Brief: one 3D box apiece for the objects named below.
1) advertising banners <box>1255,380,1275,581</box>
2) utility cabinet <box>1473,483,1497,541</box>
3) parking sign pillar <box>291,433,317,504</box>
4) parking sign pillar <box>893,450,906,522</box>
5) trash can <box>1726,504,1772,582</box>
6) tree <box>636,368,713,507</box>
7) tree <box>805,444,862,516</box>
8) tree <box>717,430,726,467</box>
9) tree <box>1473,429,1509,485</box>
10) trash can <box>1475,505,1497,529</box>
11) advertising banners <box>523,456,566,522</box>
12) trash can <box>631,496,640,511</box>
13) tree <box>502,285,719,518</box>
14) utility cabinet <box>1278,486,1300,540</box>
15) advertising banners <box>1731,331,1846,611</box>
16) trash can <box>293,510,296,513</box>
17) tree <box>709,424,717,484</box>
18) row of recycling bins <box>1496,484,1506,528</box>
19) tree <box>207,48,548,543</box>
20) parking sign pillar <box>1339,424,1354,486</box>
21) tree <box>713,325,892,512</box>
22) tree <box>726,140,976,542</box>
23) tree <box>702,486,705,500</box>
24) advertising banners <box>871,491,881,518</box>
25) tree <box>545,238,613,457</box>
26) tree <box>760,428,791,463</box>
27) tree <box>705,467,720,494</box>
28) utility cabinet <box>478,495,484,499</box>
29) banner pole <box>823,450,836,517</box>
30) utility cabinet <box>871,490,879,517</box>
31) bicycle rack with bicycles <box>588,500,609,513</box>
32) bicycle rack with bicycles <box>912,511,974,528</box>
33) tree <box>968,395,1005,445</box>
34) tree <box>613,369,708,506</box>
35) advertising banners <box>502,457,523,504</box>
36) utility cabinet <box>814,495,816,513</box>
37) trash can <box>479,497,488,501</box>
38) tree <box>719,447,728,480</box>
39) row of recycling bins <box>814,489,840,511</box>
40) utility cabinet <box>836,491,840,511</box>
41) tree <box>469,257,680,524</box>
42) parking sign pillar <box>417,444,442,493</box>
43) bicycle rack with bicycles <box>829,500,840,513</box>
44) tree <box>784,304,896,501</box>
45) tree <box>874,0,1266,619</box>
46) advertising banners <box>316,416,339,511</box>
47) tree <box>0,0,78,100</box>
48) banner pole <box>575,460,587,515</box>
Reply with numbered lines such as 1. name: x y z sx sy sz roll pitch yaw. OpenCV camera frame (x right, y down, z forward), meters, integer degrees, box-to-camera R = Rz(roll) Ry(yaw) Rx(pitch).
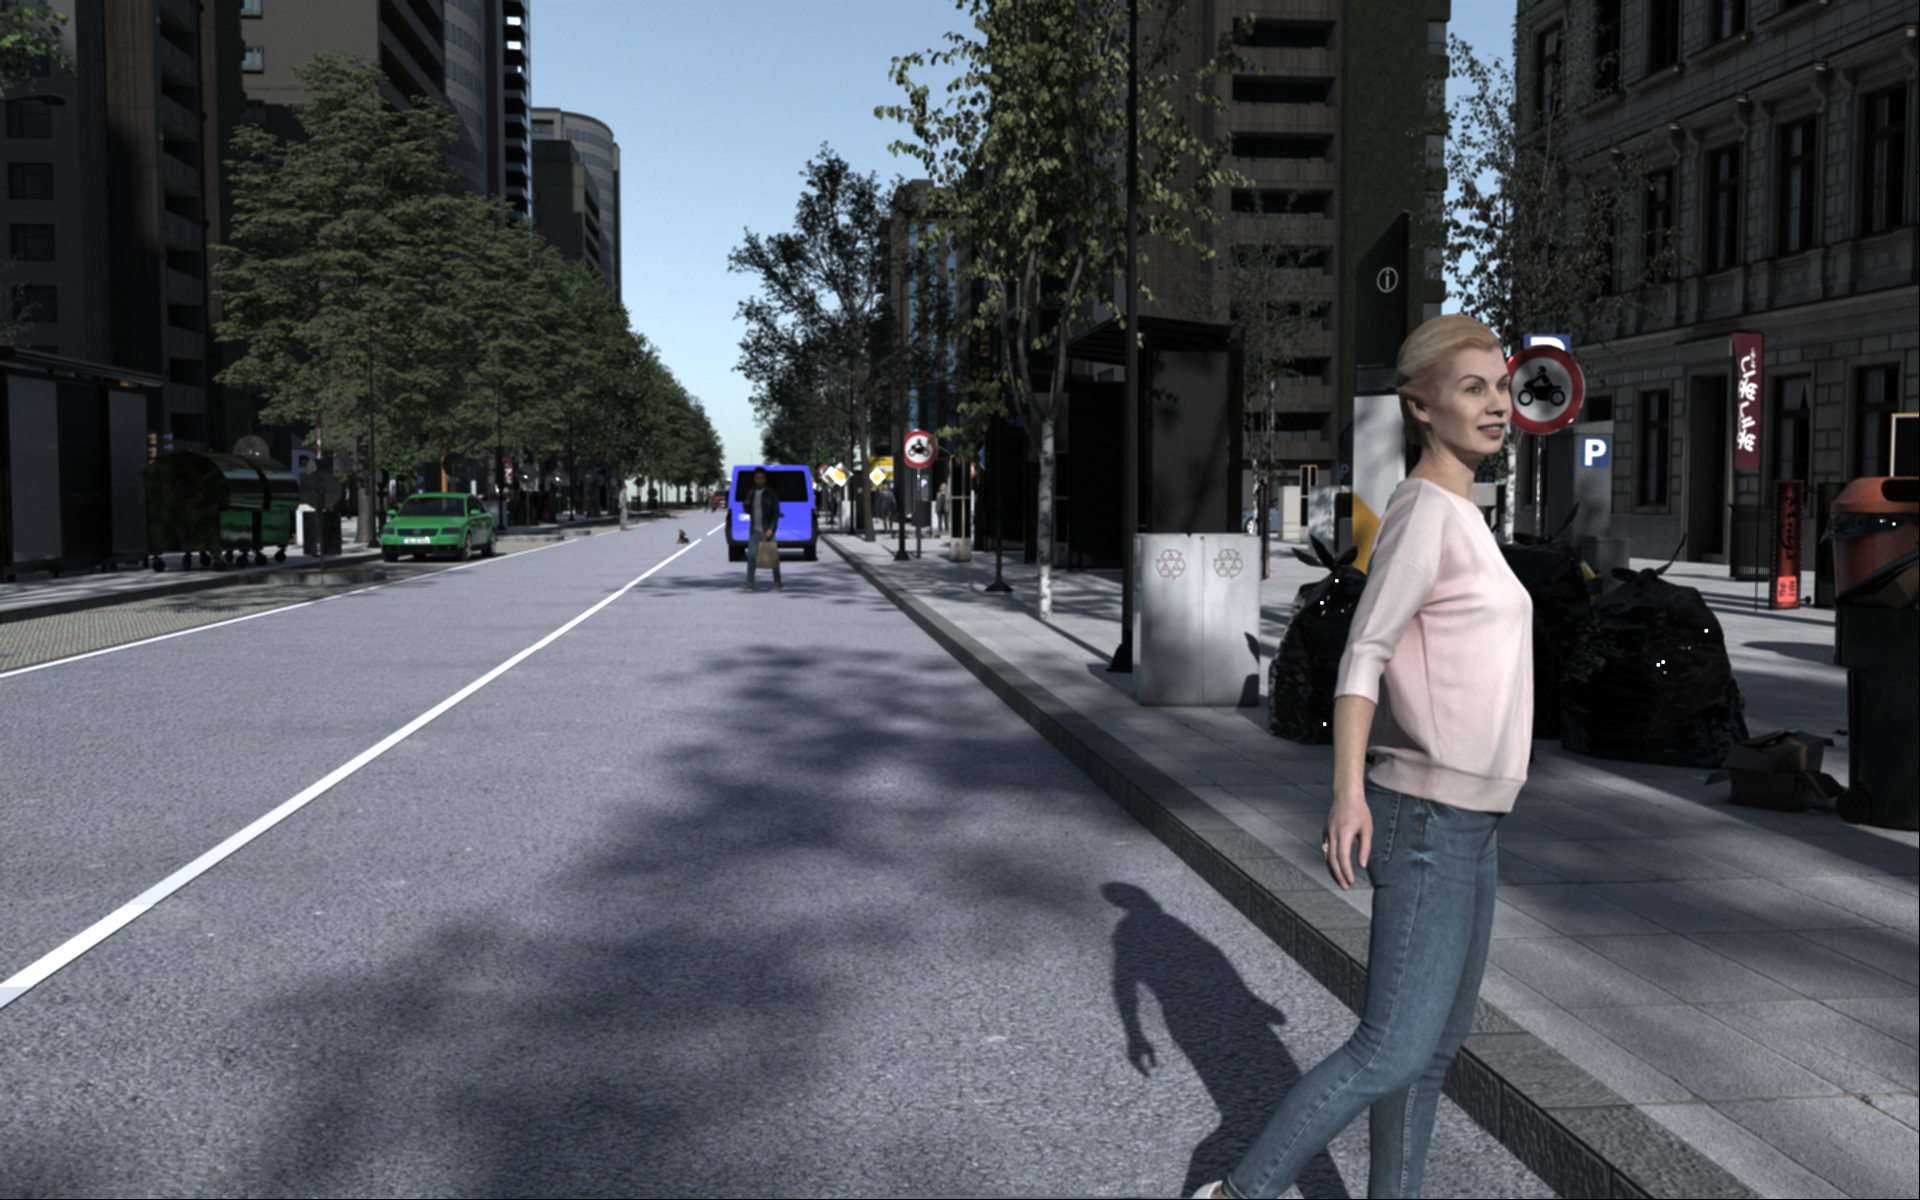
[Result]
1. advertising banners: 4.614 -1.829 26.091 0.090 3.025 2.074 1 4 16
2. utility cabinet: 10.156 -1.602 34.869 1.173 1.500 0.318 2 4 31
3. parking sign pillar: -28.697 -5.363 76.149 1.447 3.967 1.447 0 4 -7
4. parking sign pillar: -2.358 -5.521 78.745 1.447 3.967 1.447 1 4 20
5. trash can: 11.618 -0.839 25.367 0.748 1.137 0.748 0 3 0
6. tree: -29.228 -15.799 168.685 12.009 13.543 11.850 0 3 0
7. tree: -7.596 -7.353 103.938 4.285 4.588 4.351 0 3 0
8. tree: -37.420 -20.327 250.467 7.486 12.596 7.792 0 3 0
9. tree: 22.635 -5.604 75.336 4.285 4.588 4.351 0 3 0
10. trash can: 6.256 -0.600 21.465 0.748 1.137 0.748 0 3 0
11. advertising banners: -19.263 -5.164 80.612 2.074 3.025 0.090 1 4 15
12. trash can: -24.367 -7.252 130.228 0.748 1.137 0.748 0 3 0
13. tree: -20.045 -10.823 93.959 9.611 12.733 9.660 0 3 0
14. utility cabinet: 9.437 -2.418 48.213 1.173 1.500 0.318 -1 4 -19
15. advertising banners: 9.168 -1.403 19.124 2.074 3.025 0.090 -2 4 -28
16. trash can: -19.163 -2.297 49.208 0.748 1.137 0.748 0 3 0
17. tree: -31.865 -16.824 193.192 7.486 12.596 7.792 0 3 0
18. row of recycling bins: 20.631 -3.631 66.473 1.069 1.692 3.534 -3 5 -39
19. tree: -15.671 -7.777 45.280 7.486 12.596 7.792 0 3 0
20. parking sign pillar: 11.389 -3.710 49.130 1.447 3.967 1.447 -2 4 -31
21. tree: -9.616 -13.004 122.978 12.009 13.543 11.850 0 3 0
22. tree: -2.751 -6.846 46.337 7.601 10.594 8.767 0 4 3
23. tree: -38.138 -18.827 258.188 4.360 8.622 3.978 0 3 0
24. advertising banners: -3.803 -6.164 96.962 2.074 3.025 0.090 -1 4 -17
25. tree: -17.526 -9.053 66.138 7.486 12.596 7.792 0 3 0
26. tree: -23.506 -19.141 238.702 9.928 11.665 9.643 0 3 0
27. tree: -39.536 -19.625 271.227 4.737 8.622 4.395 0 3 0
28. utility cabinet: -32.591 -6.527 117.874 0.306 1.237 1.020 -1 4 -9
29. banner pole: -7.329 -6.595 97.844 0.863 3.779 0.401 -3 4 -37
30. utility cabinet: -5.057 -5.285 95.081 1.173 1.500 0.318 0 4 3
31. bicycle rack with bicycles: -23.685 -6.202 114.782 2.852 0.926 2.925 1 4 10
32. bicycle rack with bicycles: -0.221 -3.224 66.101 2.925 0.926 2.852 0 4 8
33. tree: 2.601 -9.855 111.485 4.360 8.622 3.978 0 3 0
34. tree: -26.155 -14.120 148.987 7.486 12.596 7.792 0 3 0
35. advertising banners: -20.557 -5.238 81.834 2.074 3.025 0.090 -1 4 -20
36. utility cabinet: -9.788 -6.222 112.895 0.306 1.237 1.020 2 4 29
37. trash can: -21.388 -4.105 78.771 0.748 1.137 0.748 0 3 0
38. tree: -33.090 -18.011 211.490 9.611 12.733 9.660 0 3 0
39. row of recycling bins: -10.775 -7.647 132.135 3.534 1.692 1.069 -1 4 -10
40. utility cabinet: -9.315 -7.431 130.173 0.318 1.500 1.173 -3 5 -41
41. tree: -17.707 -9.154 75.419 9.928 11.665 9.643 0 3 0
42. parking sign pillar: -29.237 -6.591 96.242 1.447 3.967 1.447 1 4 10
43. bicycle rack with bicycles: -7.344 -6.293 116.266 2.852 0.926 2.925 2 4 28
44. tree: -4.599 -7.075 66.047 4.360 8.622 3.978 0 3 0
45. tree: 0.971 -4.127 17.840 4.737 8.622 4.395 0 3 0
46. advertising banners: -14.001 -2.576 38.306 0.090 3.025 2.074 -2 4 -31
47. tree: -11.006 -5.367 13.511 9.928 11.665 9.643 0 3 0
48. banner pole: -23.423 -7.146 106.850 0.401 3.779 0.863 3 5 43
